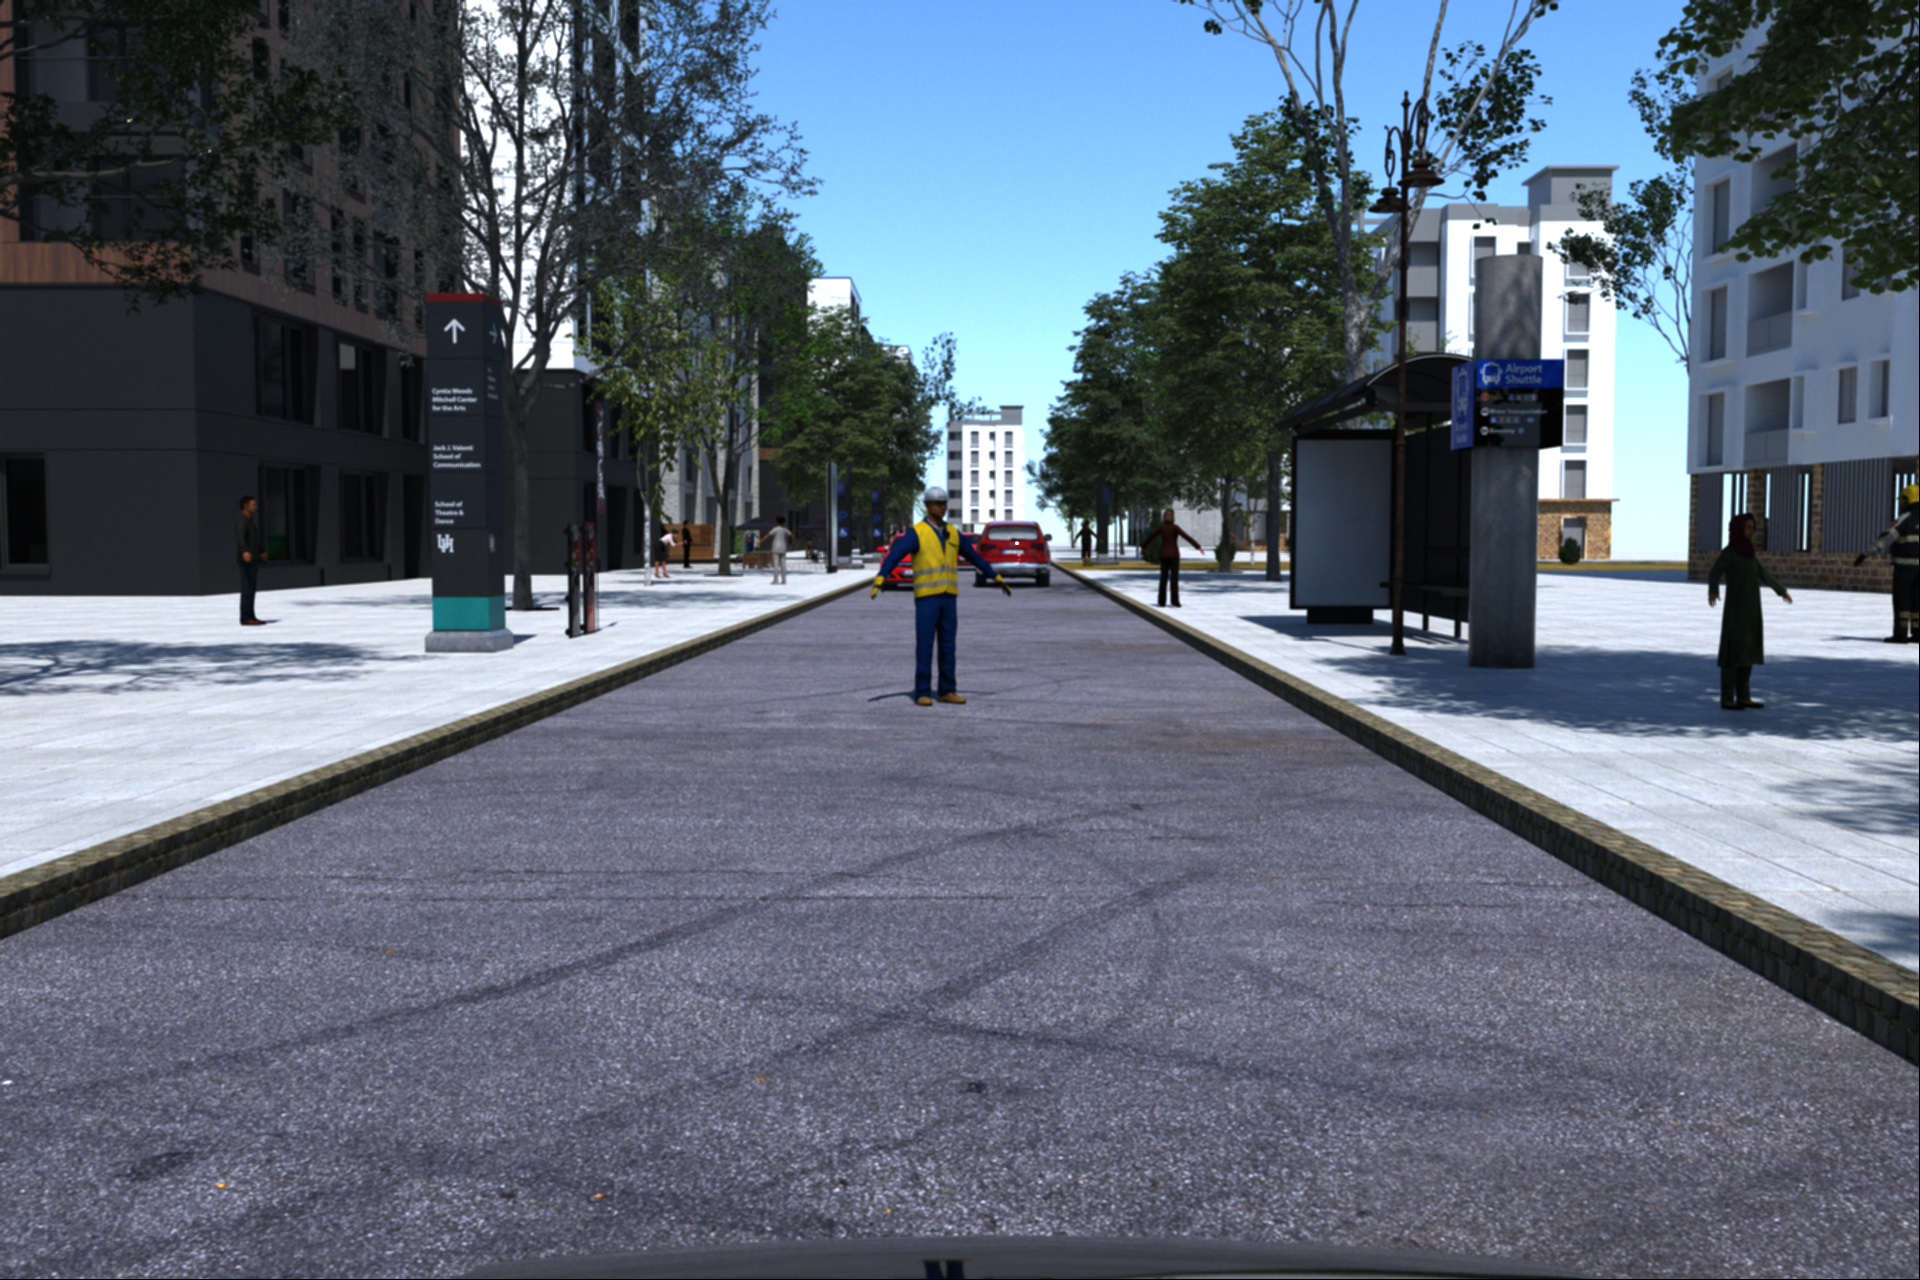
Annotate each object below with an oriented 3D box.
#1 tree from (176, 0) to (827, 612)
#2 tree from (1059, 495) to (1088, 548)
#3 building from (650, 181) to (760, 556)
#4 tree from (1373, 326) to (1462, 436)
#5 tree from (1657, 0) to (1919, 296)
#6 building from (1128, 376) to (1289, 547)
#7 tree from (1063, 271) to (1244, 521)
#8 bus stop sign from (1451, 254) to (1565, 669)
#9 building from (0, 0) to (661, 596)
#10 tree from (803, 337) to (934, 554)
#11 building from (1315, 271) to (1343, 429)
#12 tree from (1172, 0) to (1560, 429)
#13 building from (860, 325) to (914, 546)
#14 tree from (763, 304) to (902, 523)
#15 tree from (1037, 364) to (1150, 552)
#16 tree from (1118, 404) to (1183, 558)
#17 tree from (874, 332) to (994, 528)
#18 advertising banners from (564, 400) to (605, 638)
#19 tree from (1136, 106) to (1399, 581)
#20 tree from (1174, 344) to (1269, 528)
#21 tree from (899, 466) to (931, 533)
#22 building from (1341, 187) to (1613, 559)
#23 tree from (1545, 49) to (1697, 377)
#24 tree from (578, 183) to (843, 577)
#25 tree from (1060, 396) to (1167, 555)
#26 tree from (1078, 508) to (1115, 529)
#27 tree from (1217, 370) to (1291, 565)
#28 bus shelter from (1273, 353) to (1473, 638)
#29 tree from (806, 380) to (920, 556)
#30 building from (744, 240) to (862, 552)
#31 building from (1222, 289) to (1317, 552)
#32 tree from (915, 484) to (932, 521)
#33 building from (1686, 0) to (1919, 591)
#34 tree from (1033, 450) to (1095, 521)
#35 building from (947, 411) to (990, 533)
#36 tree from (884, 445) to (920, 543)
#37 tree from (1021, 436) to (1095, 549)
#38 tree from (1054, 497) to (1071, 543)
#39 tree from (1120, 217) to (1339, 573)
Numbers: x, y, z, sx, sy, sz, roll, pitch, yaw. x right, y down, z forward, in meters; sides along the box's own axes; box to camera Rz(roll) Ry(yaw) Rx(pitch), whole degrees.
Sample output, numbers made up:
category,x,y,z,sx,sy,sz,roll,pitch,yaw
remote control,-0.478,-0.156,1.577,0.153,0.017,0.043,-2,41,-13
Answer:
category,x,y,z,sx,sy,sz,roll,pitch,yaw
tree,-7.304,-7.230,28.582,12.009,13.543,11.850,0,3,0
tree,11.065,-13.022,163.266,4.737,8.622,4.395,0,3,0
building,-21.925,-14.271,99.790,16.747,18.905,31.486,0,4,0
tree,16.747,-6.832,62.063,4.737,8.622,4.395,0,3,0
tree,7.057,-5.572,9.228,7.486,12.596,7.792,0,3,0
building,27.566,-19.583,186.646,16.747,18.905,31.486,0,4,2
tree,9.345,-10.749,82.407,9.857,13.997,8.962,0,3,0
bus stop sign,5.249,-1.692,16.680,0.837,3.901,0.837,0,4,1
building,-25.924,-12.690,51.462,27.936,21.610,32.646,0,4,1
tree,-6.054,-12.655,113.559,9.857,13.997,8.962,0,3,0
building,29.484,-16.011,118.198,16.016,20.090,11.380,0,4,1
tree,8.828,-10.847,33.230,12.611,20.169,13.585,0,3,0
building,-19.593,-20.917,185.961,27.936,21.610,32.646,0,4,1
tree,-6.309,-10.252,85.754,7.486,12.596,7.792,0,3,0
tree,10.098,-13.361,125.109,9.857,13.997,8.962,0,3,0
tree,9.769,-8.731,93.114,4.737,8.622,4.395,0,3,0
tree,-3.227,-18.696,161.562,12.611,20.169,13.585,0,3,0
advertising banners,-4.776,-1.591,22.199,0.090,3.025,2.074,0,4,2
tree,8.226,-7.856,46.571,7.486,12.596,7.792,0,3,0
tree,10.393,-7.111,66.623,4.737,8.622,4.395,0,3,0
tree,-4.932,-11.906,145.026,4.360,8.622,3.978,0,3,0
building,27.693,-14.973,101.221,16.016,20.090,11.380,0,4,1
tree,28.992,-13.107,70.185,12.611,20.169,13.585,0,3,0
tree,-7.269,-7.737,52.249,9.928,11.665,9.643,0,3,0
tree,9.560,-10.455,105.346,7.601,10.594,8.767,0,4,-3
tree,21.128,-20.840,258.860,7.486,12.596,7.792,0,3,0
tree,12.305,-7.502,73.016,4.360,8.622,3.978,0,3,0
bus shelter,5.439,-1.727,22.154,2.014,3.302,5.546,0,4,1
tree,-6.102,-10.293,102.695,8.767,10.594,7.601,3,5,43
building,-22.637,-17.851,135.841,27.936,21.610,32.646,0,4,0
building,25.696,-17.024,134.754,16.016,20.090,11.380,0,4,1
tree,-4.133,-18.662,255.490,4.360,8.622,3.978,0,3,0
building,25.165,-11.566,45.532,16.016,20.090,11.380,0,4,1
tree,9.945,-12.364,136.571,8.767,10.594,7.601,-1,4,-12
building,-1.659,-24.426,258.249,11.380,20.090,16.016,0,4,2
tree,-5.089,-11.164,132.889,4.737,8.622,4.395,0,3,0
tree,9.787,-13.394,153.402,7.601,10.594,8.767,3,5,40
tree,15.754,-18.460,252.174,4.737,8.622,4.395,0,3,0
tree,8.874,-8.009,56.701,9.928,11.665,9.643,0,3,0
